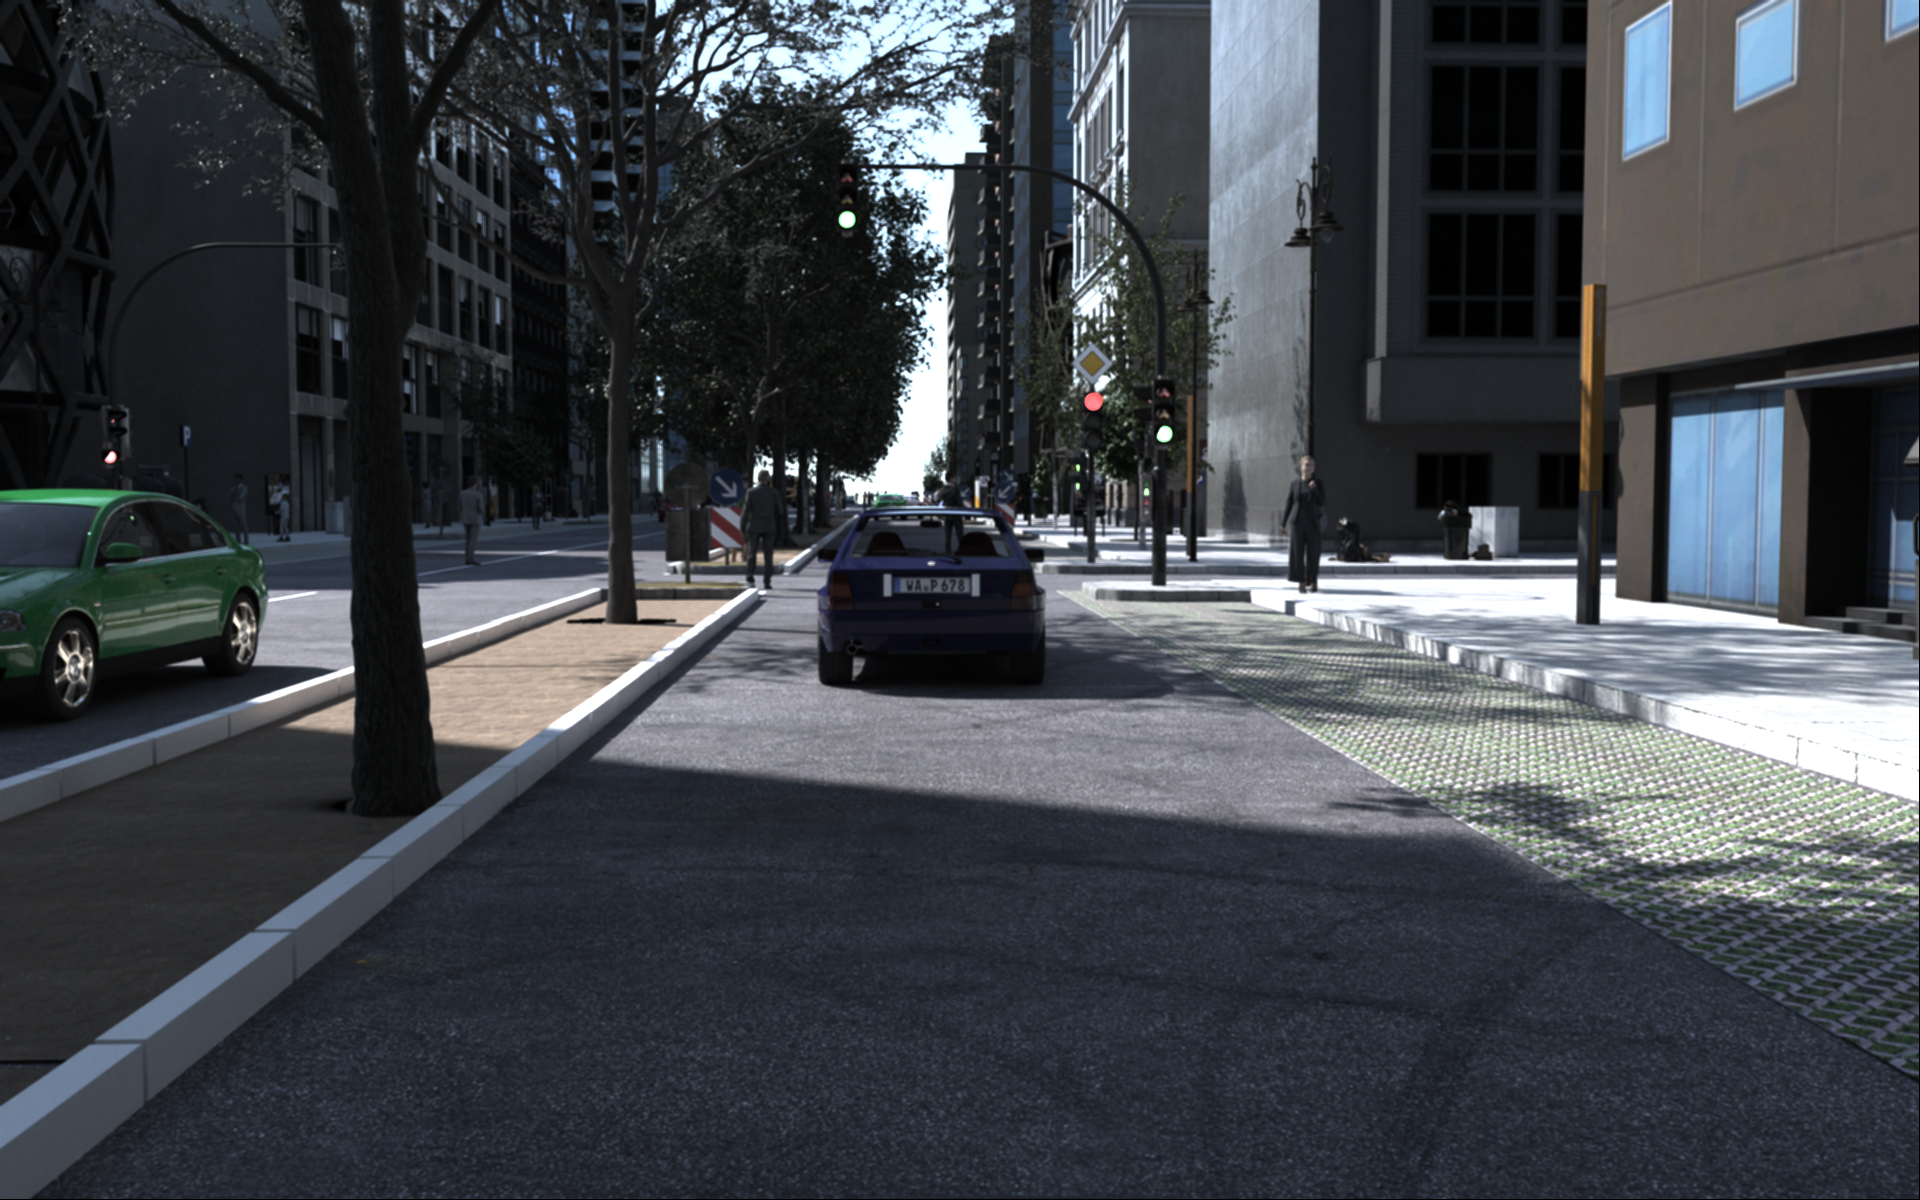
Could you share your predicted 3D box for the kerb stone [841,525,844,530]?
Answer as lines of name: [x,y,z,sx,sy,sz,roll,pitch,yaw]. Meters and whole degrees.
kerb stone: [-4.564,-2.646,65.522,0.120,0.150,1.000,0,4,-2]

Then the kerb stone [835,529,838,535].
kerb stone: [-4.256,-2.211,58.348,0.120,0.150,1.000,0,4,-2]

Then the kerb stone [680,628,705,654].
kerb stone: [-2.471,0.390,15.846,0.120,0.150,1.000,0,4,-2]

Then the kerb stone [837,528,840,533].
kerb stone: [-4.353,-2.337,60.397,0.120,0.150,1.000,0,4,-2]

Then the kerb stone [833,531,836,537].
kerb stone: [-4.188,-2.086,56.299,0.120,0.150,1.000,0,4,-2]

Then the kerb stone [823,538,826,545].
kerb stone: [-3.781,-1.520,47.061,0.120,0.150,1.000,0,4,-2]

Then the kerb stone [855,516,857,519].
kerb stone: [-5.641,-4.218,91.159,0.120,0.150,1.000,0,4,-2]

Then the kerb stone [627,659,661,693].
kerb stone: [-2.349,0.577,12.768,0.120,0.150,1.000,0,4,-2]

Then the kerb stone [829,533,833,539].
kerb stone: [-4.050,-1.898,53.224,0.120,0.150,1.000,0,4,-2]

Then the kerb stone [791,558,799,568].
kerb stone: [-3.185,-0.645,32.745,0.120,0.150,1.000,0,4,-2]

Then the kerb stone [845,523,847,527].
kerb stone: [-4.784,-2.961,70.657,0.120,0.150,1.000,0,4,-2]

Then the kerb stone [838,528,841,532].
kerb stone: [-4.401,-2.395,61.421,0.120,0.150,1.000,0,4,-2]

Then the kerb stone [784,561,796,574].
kerb stone: [-3.137,-0.583,31.724,0.120,0.150,1.000,0,4,-2]

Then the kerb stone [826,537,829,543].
kerb stone: [-3.876,-1.638,49.110,0.120,0.150,1.000,0,4,-2]

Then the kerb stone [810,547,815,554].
kerb stone: [-3.482,-1.083,39.907,0.120,0.150,1.000,0,4,-2]

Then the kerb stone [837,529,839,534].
kerb stone: [-4.307,-2.274,59.375,0.120,0.150,1.000,0,4,-2]

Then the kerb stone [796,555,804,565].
kerb stone: [-3.265,-0.770,34.789,0.120,0.150,1.000,0,4,-2]

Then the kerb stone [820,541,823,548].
kerb stone: [-3.707,-1.384,45.019,0.120,0.150,1.000,0,4,-2]

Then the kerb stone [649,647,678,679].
kerb stone: [-2.384,0.517,13.790,0.120,0.150,1.000,0,4,-2]

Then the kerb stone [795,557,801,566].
kerb stone: [-3.229,-0.705,33.766,0.120,0.150,1.000,0,4,-2]

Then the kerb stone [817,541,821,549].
kerb stone: [-3.662,-1.333,43.994,0.120,0.150,1.000,0,4,-2]

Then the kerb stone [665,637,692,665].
kerb stone: [-2.432,0.451,14.820,0.120,0.150,1.000,0,4,-2]

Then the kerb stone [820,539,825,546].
kerb stone: [-3.745,-1.456,46.040,0.120,0.150,1.000,0,4,-2]

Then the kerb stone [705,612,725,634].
kerb stone: [-2.559,0.262,17.905,0.120,0.150,1.000,0,4,-2]

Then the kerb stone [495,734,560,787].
kerb stone: [-2.173,0.828,8.674,0.120,0.150,1.000,0,4,-2]

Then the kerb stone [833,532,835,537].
kerb stone: [-4.139,-2.018,55.279,0.120,0.150,1.000,0,4,-2]

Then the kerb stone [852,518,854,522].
kerb stone: [-5.346,-3.779,83.980,0.120,0.150,1.000,0,4,-2]

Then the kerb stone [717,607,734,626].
kerb stone: [-2.605,0.207,18.927,0.120,0.150,1.000,0,4,-2]

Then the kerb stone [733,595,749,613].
kerb stone: [-2.693,0.074,20.985,0.120,0.150,1.000,0,4,-2]

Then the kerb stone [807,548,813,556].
kerb stone: [-3.445,-1.020,38.878,0.120,0.150,1.000,0,4,-2]

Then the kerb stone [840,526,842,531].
kerb stone: [-4.480,-2.524,63.467,0.120,0.150,1.000,0,4,-2]

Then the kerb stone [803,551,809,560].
kerb stone: [-3.358,-0.895,36.835,0.120,0.150,1.000,0,4,-2]

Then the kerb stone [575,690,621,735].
kerb stone: [-2.255,0.702,10.718,0.120,0.150,1.000,0,4,-2]

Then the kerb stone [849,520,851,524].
kerb stone: [-5.095,-3.400,77.838,0.120,0.150,1.000,0,4,-2]

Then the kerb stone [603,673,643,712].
kerb stone: [-2.302,0.639,11.746,0.120,0.150,1.000,0,4,-2]

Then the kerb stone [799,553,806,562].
kerb stone: [-3.310,-0.833,35.810,0.120,0.150,1.000,0,4,-2]

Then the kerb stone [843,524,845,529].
kerb stone: [-4.656,-2.771,67.581,0.120,0.150,1.000,0,4,-2]

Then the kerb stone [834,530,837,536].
kerb stone: [-4.227,-2.149,57.327,0.120,0.150,1.000,0,4,-2]

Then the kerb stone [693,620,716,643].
kerb stone: [-2.518,0.326,16.879,0.120,0.150,1.000,0,4,-2]

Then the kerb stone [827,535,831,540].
kerb stone: [-3.964,-1.771,51.158,0.120,0.150,1.000,0,4,-2]

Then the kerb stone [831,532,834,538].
kerb stone: [-4.089,-1.960,54.246,0.120,0.150,1.000,0,4,-2]

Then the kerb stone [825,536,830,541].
kerb stone: [-3.917,-1.702,50.131,0.120,0.150,1.000,0,4,-2]

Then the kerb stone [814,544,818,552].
kerb stone: [-3.570,-1.203,41.952,0.120,0.150,1.000,0,4,-2]

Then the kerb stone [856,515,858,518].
kerb stone: [-5.818,-4.462,95.262,0.120,0.150,1.000,0,4,-2]

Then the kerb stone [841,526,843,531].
kerb stone: [-4.526,-2.583,64.495,0.120,0.150,1.000,0,4,-2]

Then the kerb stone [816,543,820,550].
kerb stone: [-3.618,-1.267,42.973,0.120,0.150,1.000,0,4,-2]

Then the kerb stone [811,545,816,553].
kerb stone: [-3.538,-1.145,40.928,0.120,0.150,1.000,0,4,-2]

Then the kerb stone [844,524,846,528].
kerb stone: [-4.696,-2.836,68.612,0.120,0.150,1.000,0,4,-2]

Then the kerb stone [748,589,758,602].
kerb stone: [-2.781,-0.048,23.030,0.120,0.150,1.000,0,4,-2]

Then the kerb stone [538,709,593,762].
kerb stone: [-2.215,0.765,9.695,0.120,0.150,1.000,0,4,-2]

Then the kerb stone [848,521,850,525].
kerb stone: [-5.000,-3.277,75.784,0.120,0.150,1.000,0,4,-2]

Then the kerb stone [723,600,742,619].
kerb stone: [-2.650,0.137,19.960,0.120,0.150,1.000,0,4,-2]

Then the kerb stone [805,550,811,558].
kerb stone: [-3.398,-0.950,37.857,0.120,0.150,1.000,0,4,-2]

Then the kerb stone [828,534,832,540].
kerb stone: [-4.010,-1.834,52.191,0.120,0.150,1.000,0,4,-2]

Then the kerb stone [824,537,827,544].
kerb stone: [-3.832,-1.580,48.086,0.120,0.150,1.000,0,4,-2]

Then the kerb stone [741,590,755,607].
kerb stone: [-2.735,0.012,22.006,0.120,0.150,1.000,0,4,-2]
